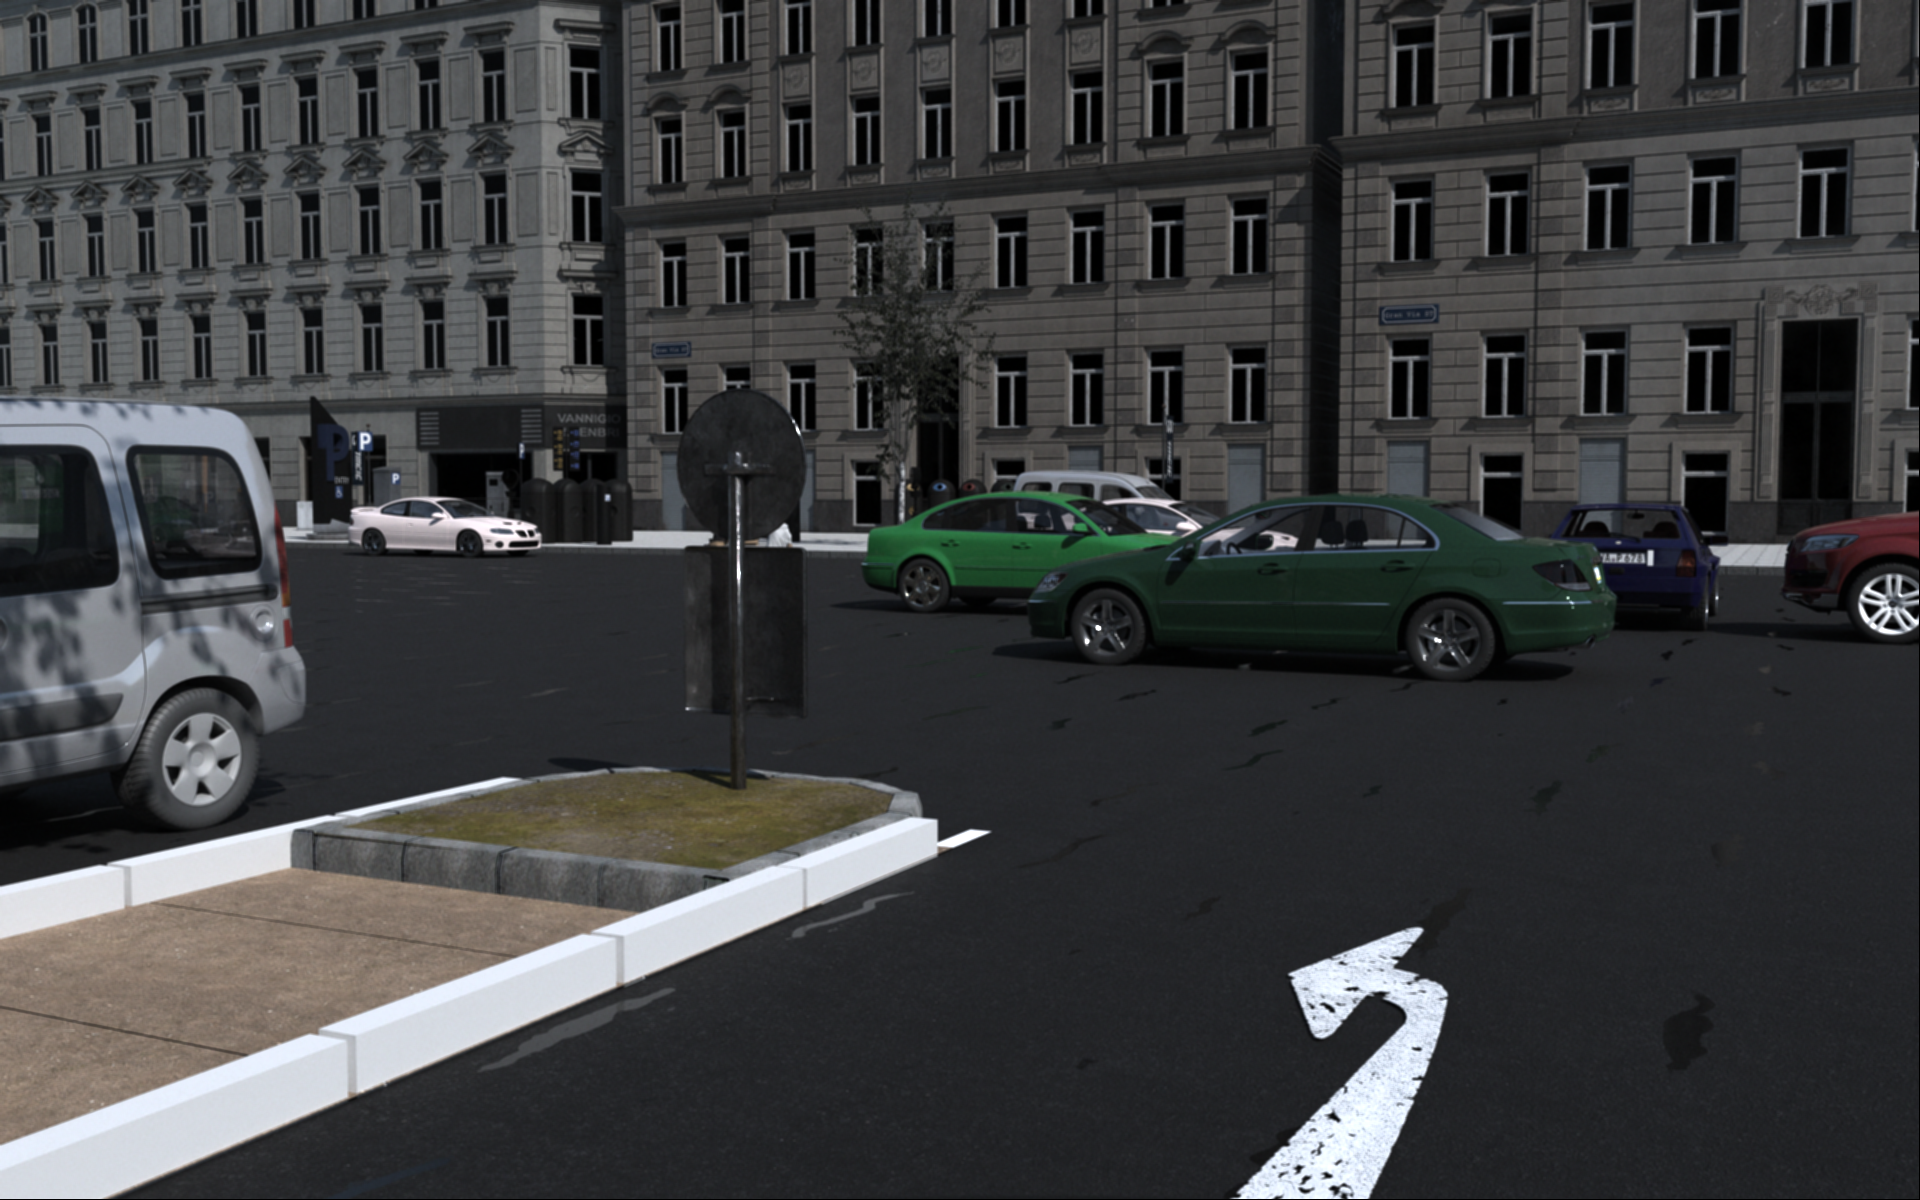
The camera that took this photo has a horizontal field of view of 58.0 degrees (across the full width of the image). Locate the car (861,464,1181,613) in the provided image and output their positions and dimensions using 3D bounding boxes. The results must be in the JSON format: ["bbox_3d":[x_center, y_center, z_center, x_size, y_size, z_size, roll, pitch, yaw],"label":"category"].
[{"bbox_3d":[1.135,-0.744,20.963,4.718,1.807,1.959,2,4,25],"label":"car"}]

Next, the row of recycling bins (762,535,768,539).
[{"bbox_3d":[-5.426,-2.693,51.137,1.069,1.692,3.534,-1,4,-9],"label":"row of recycling bins"}]

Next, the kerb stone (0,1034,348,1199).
[{"bbox_3d":[-1.716,1.138,3.658,0.120,0.150,1.000,2,4,26],"label":"kerb stone"}]

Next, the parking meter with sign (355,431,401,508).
[{"bbox_3d":[-15.868,-3.161,47.938,1.738,3.016,0.543,2,4,28],"label":"parking meter with sign"}]

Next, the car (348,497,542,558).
[{"bbox_3d":[-11.978,-1.706,40.257,4.827,1.381,2.083,2,4,24],"label":"car"}]

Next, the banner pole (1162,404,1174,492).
[{"bbox_3d":[5.789,-3.572,48.426,0.401,3.779,0.863,2,4,32],"label":"banner pole"}]

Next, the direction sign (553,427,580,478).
[{"bbox_3d":[-13.231,-4.054,58.275,0.876,3.537,0.379,-1,4,-9],"label":"direction sign"}]

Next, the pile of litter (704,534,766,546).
[{"bbox_3d":[-5.499,-1.782,43.101,1.719,0.858,1.176,0,4,-4],"label":"pile of litter"}]

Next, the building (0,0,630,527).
[{"bbox_3d":[-28.577,-18.349,76.421,44.131,29.872,17.030,2,4,26],"label":"building"}]

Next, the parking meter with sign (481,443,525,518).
[{"bbox_3d":[-15.756,-3.838,59.013,1.738,3.016,0.543,0,4,5],"label":"parking meter with sign"}]

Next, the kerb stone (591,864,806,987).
[{"bbox_3d":[-0.811,1.021,5.506,0.120,0.150,1.000,2,4,26],"label":"kerb stone"}]

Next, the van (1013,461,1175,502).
[{"bbox_3d":[2.894,-1.422,30.254,4.112,2.044,2.013,2,4,28],"label":"van"}]

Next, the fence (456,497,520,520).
[{"bbox_3d":[-13.129,-2.299,48.790,2.264,1.192,0.480,-2,4,-31],"label":"fence"}]

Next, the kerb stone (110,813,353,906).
[{"bbox_3d":[-2.691,0.963,6.445,0.120,0.150,1.000,2,4,26],"label":"kerb stone"}]

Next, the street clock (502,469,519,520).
[{"bbox_3d":[-13.186,-2.831,50.852,0.471,2.002,0.358,0,4,0],"label":"street clock"}]

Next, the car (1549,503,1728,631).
[{"bbox_3d":[7.634,-0.433,19.658,1.945,1.354,3.894,2,4,26],"label":"car"}]

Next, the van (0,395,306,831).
[{"bbox_3d":[-4.558,0.030,6.523,2.013,2.044,4.112,2,4,27],"label":"van"}]

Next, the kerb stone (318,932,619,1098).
[{"bbox_3d":[-1.266,1.077,4.580,0.120,0.150,1.000,2,4,26],"label":"kerb stone"}]

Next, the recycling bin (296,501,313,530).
[{"bbox_3d":[-23.062,-2.990,61.448,0.722,1.027,0.722,0,4,-4],"label":"recycling bin"}]

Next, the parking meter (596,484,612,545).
[{"bbox_3d":[-9.003,-2.164,43.794,0.372,1.533,0.369,0,3,0],"label":"parking meter"}]

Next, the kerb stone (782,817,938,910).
[{"bbox_3d":[-0.361,0.969,6.429,0.120,0.150,1.000,2,4,26],"label":"kerb stone"}]

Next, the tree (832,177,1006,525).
[{"bbox_3d":[-1.244,-5.571,41.451,4.360,8.622,3.978,0,3,0],"label":"tree"}]

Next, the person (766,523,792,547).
[{"bbox_3d":[-1.874,-0.292,17.179,0.340,1.345,0.435,1,4,17],"label":"person"}]

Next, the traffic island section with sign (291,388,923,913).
[{"bbox_3d":[-1.220,0.070,6.999,2.006,1.907,1.989,2,4,26],"label":"traffic island section with sign"}]

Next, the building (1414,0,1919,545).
[{"bbox_3d":[23.964,-15.327,47.858,25.104,27.353,12.463,2,4,26],"label":"building"}]

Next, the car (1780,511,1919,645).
[{"bbox_3d":[10.783,-0.482,16.548,5.304,1.827,2.281,2,4,27],"label":"car"}]

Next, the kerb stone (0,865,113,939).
[{"bbox_3d":[-3.141,1.020,5.521,0.120,0.150,1.000,2,4,26],"label":"kerb stone"}]

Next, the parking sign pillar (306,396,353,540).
[{"bbox_3d":[-17.564,-3.668,48.444,1.447,3.967,1.447,1,4,14],"label":"parking sign pillar"}]

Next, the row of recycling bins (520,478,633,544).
[{"bbox_3d":[-10.095,-2.377,45.970,1.069,1.692,3.534,3,4,36],"label":"row of recycling bins"}]

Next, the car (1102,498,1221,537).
[{"bbox_3d":[3.194,-0.901,27.088,4.827,1.381,2.083,2,4,25],"label":"car"}]

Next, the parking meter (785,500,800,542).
[{"bbox_3d":[-4.508,-2.490,46.422,0.399,1.863,0.255,-3,5,-40],"label":"parking meter"}]

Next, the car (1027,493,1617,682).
[{"bbox_3d":[2.908,-0.171,14.592,4.920,1.459,2.131,2,4,27],"label":"car"}]

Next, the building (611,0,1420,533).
[{"bbox_3d":[1.676,-16.044,59.585,25.104,27.353,12.463,2,4,26],"label":"building"}]

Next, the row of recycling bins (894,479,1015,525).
[{"bbox_3d":[-0.112,-2.506,48.085,3.534,1.692,1.069,1,4,8],"label":"row of recycling bins"}]

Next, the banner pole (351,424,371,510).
[{"bbox_3d":[-21.211,-4.373,61.522,0.863,3.779,0.401,-3,5,-42],"label":"banner pole"}]

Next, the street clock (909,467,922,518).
[{"bbox_3d":[-1.194,-2.567,46.547,0.358,2.002,0.471,-1,4,-13],"label":"street clock"}]

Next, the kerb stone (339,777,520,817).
[{"bbox_3d":[-2.234,0.907,7.374,0.120,0.150,1.000,2,4,26],"label":"kerb stone"}]
